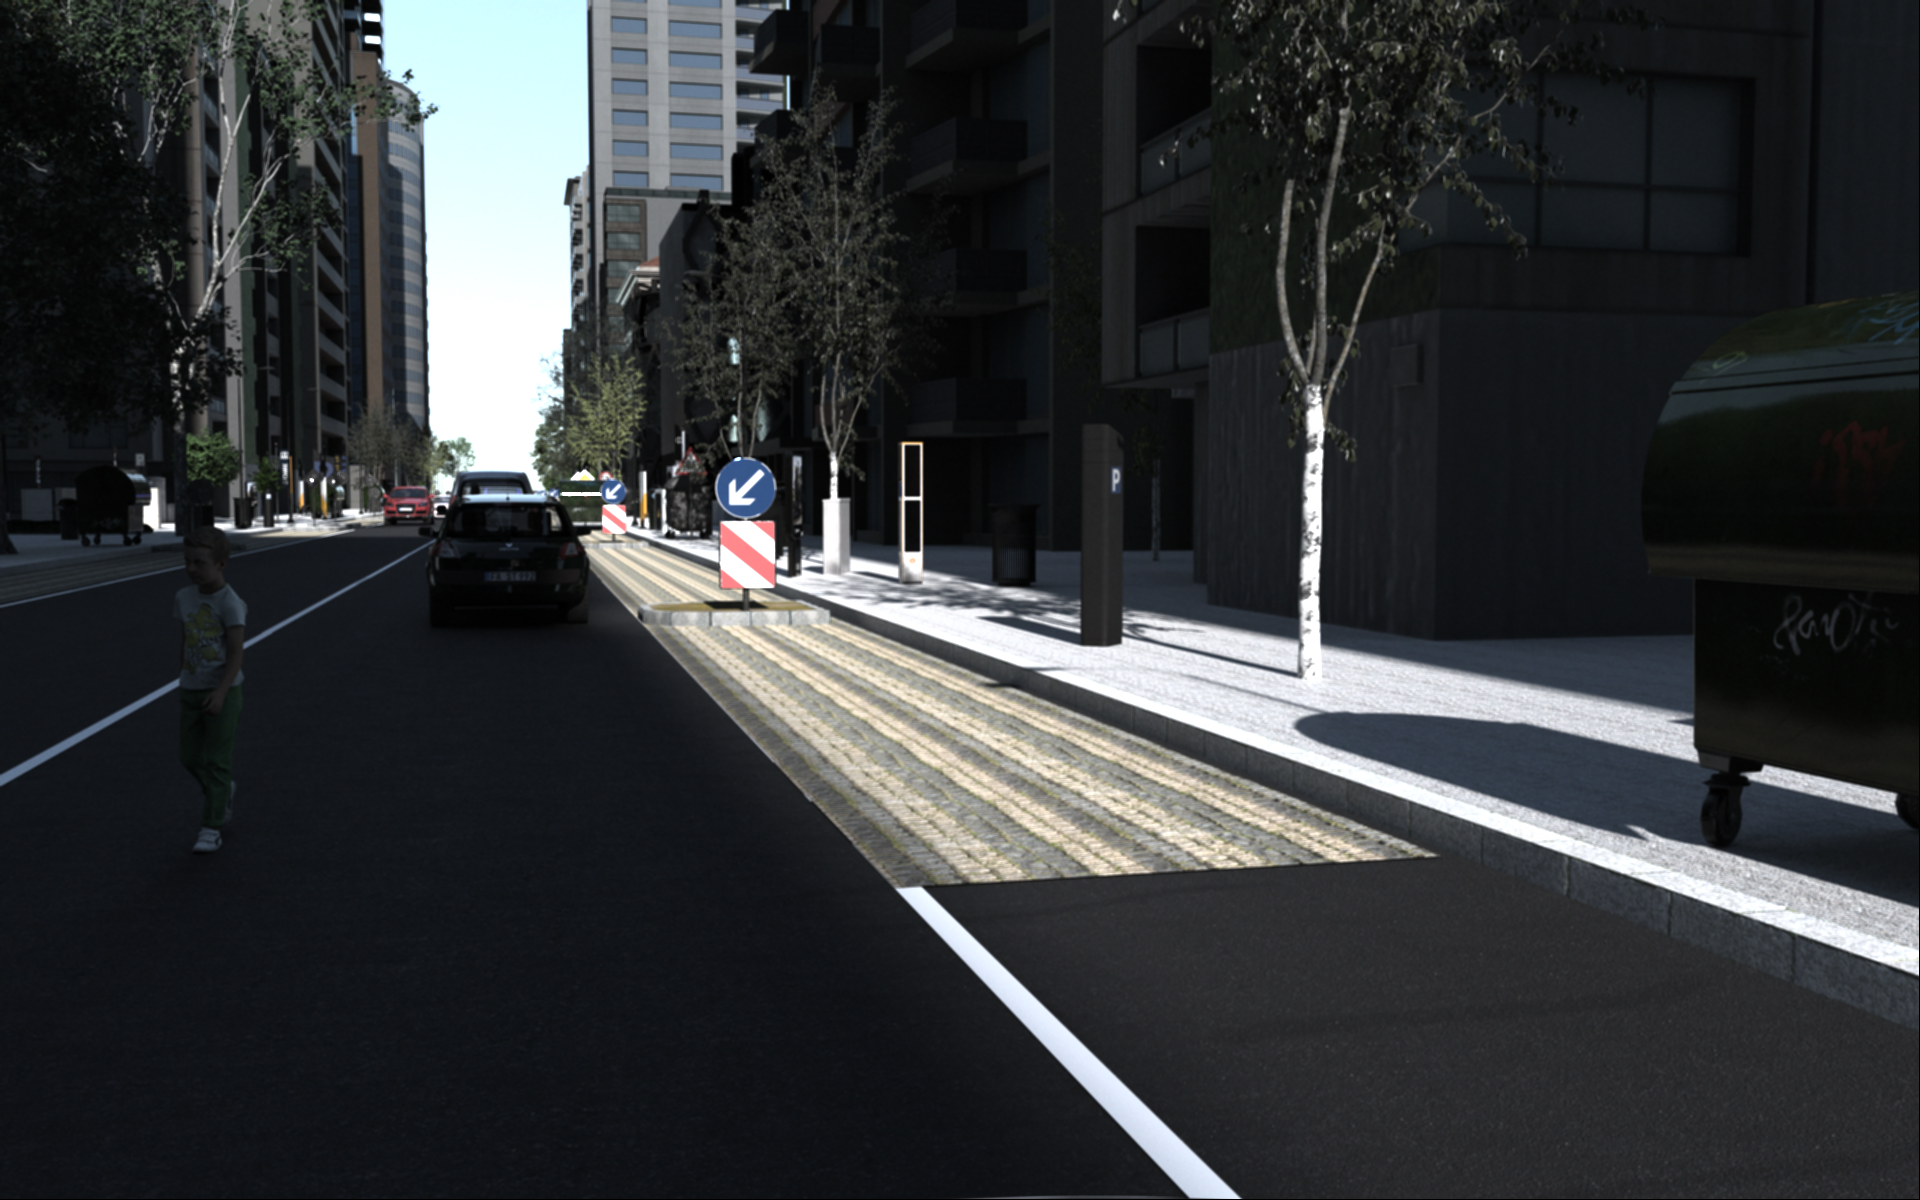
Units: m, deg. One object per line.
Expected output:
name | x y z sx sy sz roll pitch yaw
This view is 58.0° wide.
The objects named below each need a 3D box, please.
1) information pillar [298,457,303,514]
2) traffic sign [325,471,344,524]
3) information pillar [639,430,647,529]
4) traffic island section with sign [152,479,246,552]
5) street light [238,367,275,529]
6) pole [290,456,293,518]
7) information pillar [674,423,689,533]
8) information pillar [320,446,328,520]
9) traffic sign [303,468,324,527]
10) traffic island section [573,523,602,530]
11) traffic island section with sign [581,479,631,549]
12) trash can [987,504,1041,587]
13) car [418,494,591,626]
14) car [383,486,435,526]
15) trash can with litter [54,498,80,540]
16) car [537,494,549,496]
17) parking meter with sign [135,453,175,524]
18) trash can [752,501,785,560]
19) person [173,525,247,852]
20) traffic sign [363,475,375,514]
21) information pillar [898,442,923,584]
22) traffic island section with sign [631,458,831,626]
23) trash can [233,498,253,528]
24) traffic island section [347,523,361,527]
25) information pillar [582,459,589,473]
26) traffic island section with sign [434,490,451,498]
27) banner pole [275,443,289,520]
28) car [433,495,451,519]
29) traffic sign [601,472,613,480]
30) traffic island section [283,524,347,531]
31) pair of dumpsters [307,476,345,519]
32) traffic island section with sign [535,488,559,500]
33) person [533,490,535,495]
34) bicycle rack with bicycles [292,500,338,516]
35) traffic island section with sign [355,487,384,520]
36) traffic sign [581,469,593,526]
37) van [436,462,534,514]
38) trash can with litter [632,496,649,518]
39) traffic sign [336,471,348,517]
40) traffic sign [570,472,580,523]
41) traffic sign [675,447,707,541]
information pillar | -41.530 -7.203 109.119 0.183 3.616 0.504 -3 5 -39
traffic sign | -27.174 -4.384 75.317 0.795 2.450 0.064 -1 4 -14
information pillar | -11.615 -4.407 63.413 0.183 3.616 0.504 -2 4 -29
traffic island section with sign | -19.148 -2.142 43.648 1.989 1.847 2.006 -1 4 -14
street light | -25.701 -5.548 63.251 1.470 5.913 1.316 -1 4 -14
pole | -36.143 -6.093 93.458 0.158 3.312 0.155 0 3 0
information pillar | -9.207 -4.033 57.289 0.504 3.616 0.183 -1 4 -18
information pillar | -31.358 -5.747 85.323 0.183 3.616 0.504 -3 5 -41
traffic sign | -25.203 -3.910 67.578 0.795 2.450 0.064 -1 4 -14
traffic island section | -17.122 -3.403 77.923 2.009 0.180 2.903 -1 4 -14
traffic island section with sign | -9.378 -2.296 46.160 1.989 1.847 2.006 -1 4 -14
trash can | 0.752 -0.761 24.091 0.748 1.137 0.748 0 3 0
car | -5.311 -0.643 20.298 2.009 1.686 4.222 -1 4 -15
car | -25.638 -4.406 80.703 2.281 1.827 5.304 -1 4 -14
trash can with litter | -25.132 -2.289 48.815 0.624 1.170 1.055 -1 4 -22
car | -47.132 -11.416 195.452 1.959 1.807 4.718 -1 4 -14
parking meter with sign | -34.864 -4.828 75.194 0.543 3.016 1.738 1 4 21
trash can | -3.772 -1.364 33.952 0.748 1.137 0.748 0 3 0
person | -3.075 0.344 7.131 0.306 1.304 0.590 0 4 -8
traffic sign | -38.657 -6.926 113.351 0.768 2.556 0.104 -1 4 -12
information pillar | -0.704 -1.237 24.722 0.304 2.012 0.304 -1 4 -12
traffic island section with sign | -2.620 -0.672 19.615 1.989 1.847 2.006 -1 4 -14
trash can | -27.123 -3.295 65.528 0.748 1.137 0.748 0 3 0
traffic island section | -27.195 -3.247 75.373 2.009 0.180 2.903 -1 4 -14
information pillar | -25.063 -7.631 116.113 0.504 3.616 0.183 1 4 20
traffic island section with sign | -51.762 -9.978 171.774 1.989 1.847 2.006 -1 4 -14
banner pole | -33.211 -5.799 84.836 0.863 3.779 0.401 -2 4 -25
car | -29.301 -5.291 98.865 2.083 1.381 4.827 -1 4 -15
traffic sign | -20.027 -5.990 98.040 0.768 2.556 0.104 0 4 -7
traffic island section | -25.224 -2.774 67.634 2.009 0.180 2.903 -1 4 -14
pair of dumpsters | -33.389 -5.424 91.182 1.574 2.255 4.437 -1 4 -14
traffic island section with sign | -29.750 -7.189 126.162 1.989 1.847 2.006 -1 4 -14
person | -45.249 -10.716 183.699 0.705 1.826 1.348 2 4 26
bicycle rack with bicycles | -37.429 -5.343 100.734 2.925 0.926 2.852 -2 4 -26
traffic island section with sign | -32.597 -5.376 96.531 1.989 1.847 2.006 -1 4 -14
traffic sign | -15.173 -4.065 70.102 0.795 2.450 0.064 -1 4 -14
van | -8.697 -1.540 32.197 2.013 2.044 4.112 -1 4 -16
trash can with litter | -17.179 -5.025 93.551 0.624 1.170 1.055 1 4 19
traffic sign | -34.071 -5.825 95.352 0.768 2.556 0.104 -1 4 -12
traffic sign | -17.143 -4.538 77.841 0.795 2.450 0.064 -1 4 -14
traffic sign | -7.375 -2.907 47.531 0.884 2.594 0.081 0 4 -6
